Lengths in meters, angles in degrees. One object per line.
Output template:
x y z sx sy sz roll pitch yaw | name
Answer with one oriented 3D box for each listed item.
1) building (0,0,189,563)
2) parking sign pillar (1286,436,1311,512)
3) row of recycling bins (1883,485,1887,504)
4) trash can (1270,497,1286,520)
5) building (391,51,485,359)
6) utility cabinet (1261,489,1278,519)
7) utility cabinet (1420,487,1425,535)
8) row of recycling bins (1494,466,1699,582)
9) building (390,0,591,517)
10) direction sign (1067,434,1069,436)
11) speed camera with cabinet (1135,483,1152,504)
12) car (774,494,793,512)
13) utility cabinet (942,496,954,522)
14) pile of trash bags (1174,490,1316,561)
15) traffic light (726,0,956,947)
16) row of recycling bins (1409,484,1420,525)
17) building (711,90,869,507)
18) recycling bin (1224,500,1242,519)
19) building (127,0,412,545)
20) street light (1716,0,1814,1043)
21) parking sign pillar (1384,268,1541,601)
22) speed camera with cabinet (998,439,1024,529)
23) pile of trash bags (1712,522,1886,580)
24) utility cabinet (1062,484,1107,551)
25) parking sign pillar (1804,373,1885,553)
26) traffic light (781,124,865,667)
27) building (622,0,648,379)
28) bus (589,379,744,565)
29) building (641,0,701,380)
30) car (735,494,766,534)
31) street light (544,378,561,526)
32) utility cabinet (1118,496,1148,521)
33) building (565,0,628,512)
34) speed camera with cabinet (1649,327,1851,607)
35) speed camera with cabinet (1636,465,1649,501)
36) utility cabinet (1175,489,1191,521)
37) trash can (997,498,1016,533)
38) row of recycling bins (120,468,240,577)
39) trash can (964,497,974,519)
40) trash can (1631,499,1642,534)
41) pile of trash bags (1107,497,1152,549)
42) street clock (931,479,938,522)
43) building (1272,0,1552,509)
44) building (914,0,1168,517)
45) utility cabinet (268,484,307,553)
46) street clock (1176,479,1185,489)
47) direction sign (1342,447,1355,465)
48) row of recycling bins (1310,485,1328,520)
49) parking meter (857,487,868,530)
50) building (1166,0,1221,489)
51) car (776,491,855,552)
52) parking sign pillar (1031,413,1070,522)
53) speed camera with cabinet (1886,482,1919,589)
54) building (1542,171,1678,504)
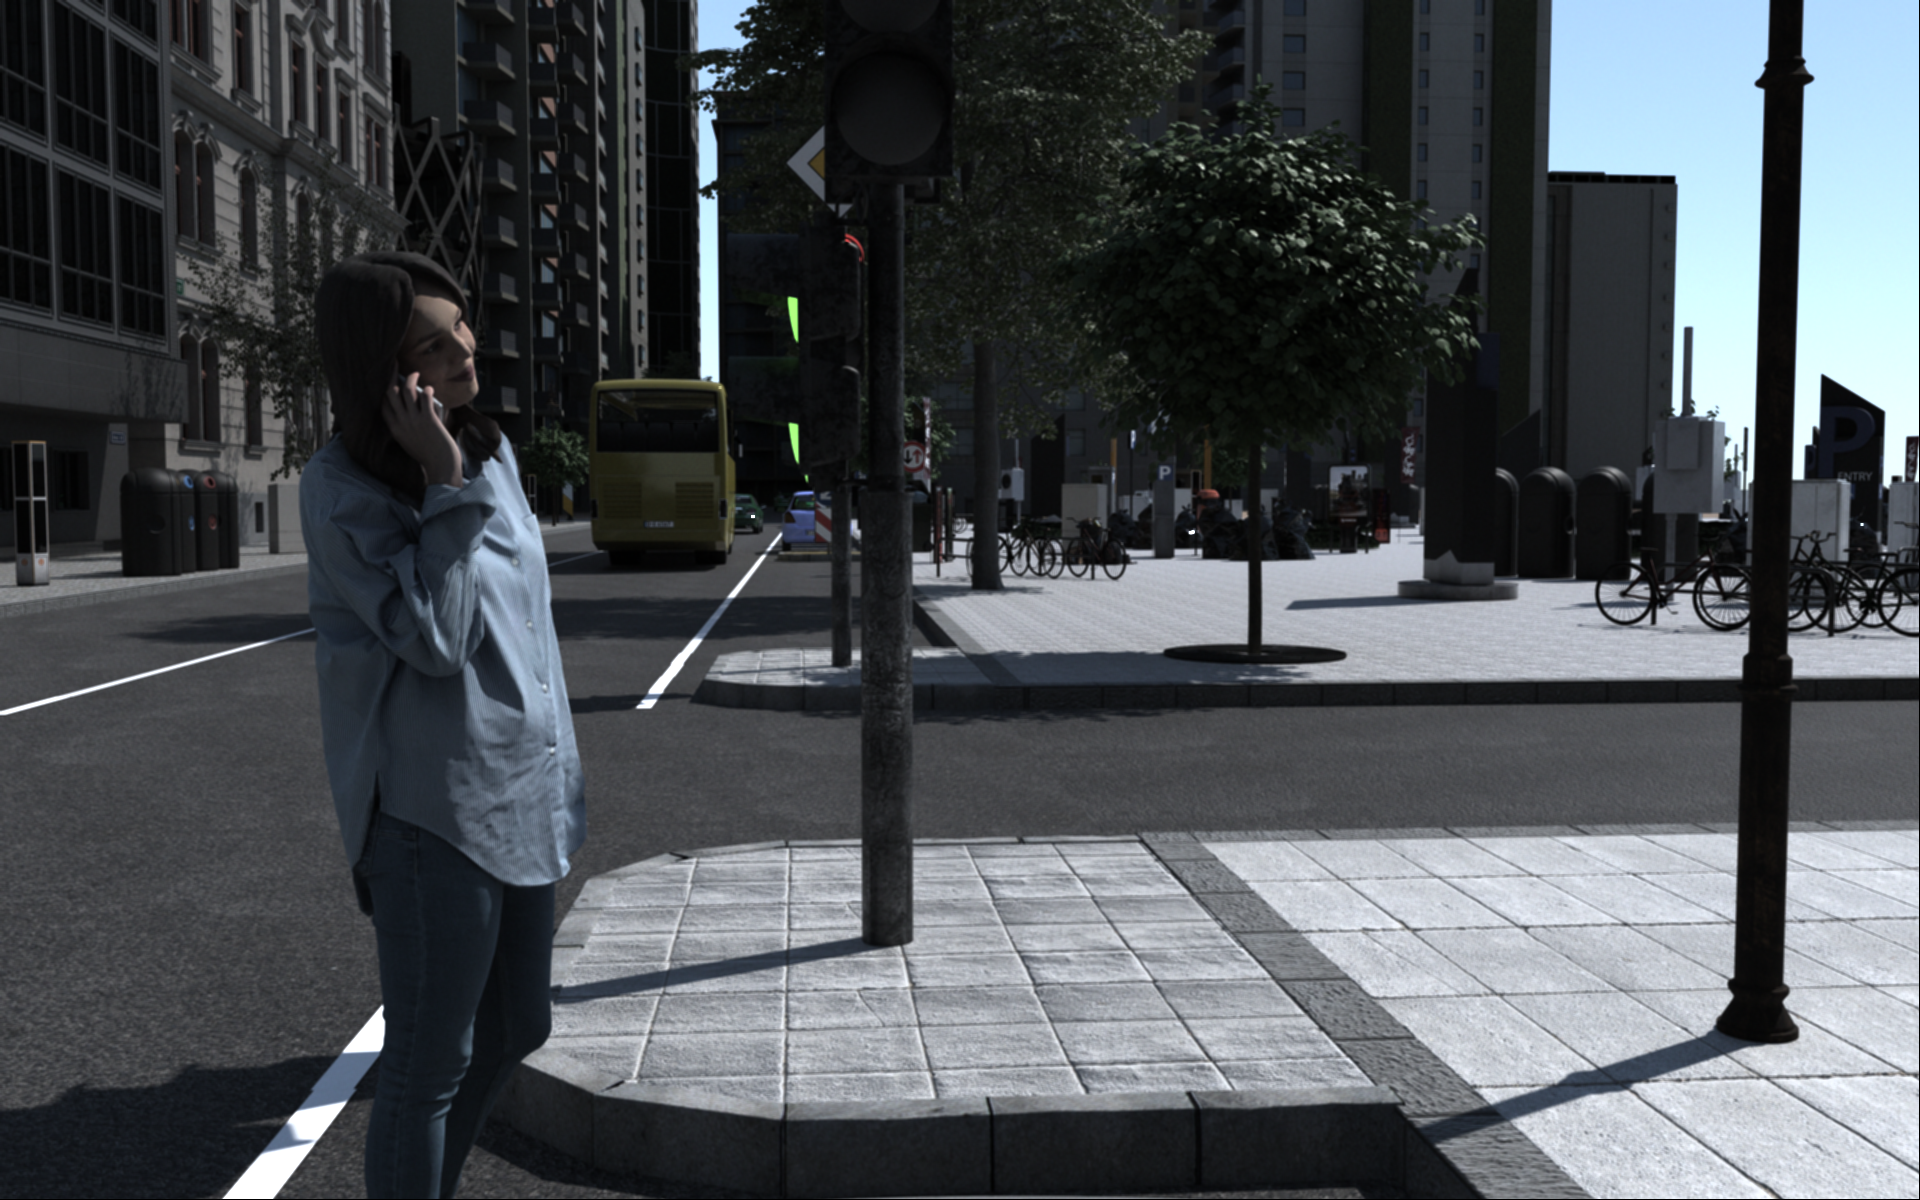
-22.693 -14.157 24.975 14.314 27.812 24.014 0 4 -5 | building
12.400 -4.586 63.459 1.447 3.967 1.447 -1 4 -12 | parking sign pillar
39.600 -4.179 75.444 1.069 1.692 3.534 -3 5 -40 | row of recycling bins
14.452 -4.092 78.550 0.748 1.137 0.748 0 3 0 | trash can
-27.967 -12.336 69.153 16.820 18.784 16.811 0 4 -5 | building
14.121 -4.376 80.225 1.173 1.500 0.318 0 4 -5 | utility cabinet
14.444 -2.762 53.832 0.318 1.500 1.173 1 4 14 | utility cabinet
9.389 -1.174 26.301 3.534 1.692 1.069 3 5 40 | row of recycling bins
-33.666 -27.245 100.081 22.147 44.769 28.867 0 4 -5 | building
3.878 -4.441 64.613 0.379 3.537 0.876 2 4 29 | direction sign
9.518 -5.670 87.034 0.660 3.252 2.038 -2 4 -24 | speed camera with cabinet
-14.338 -8.173 142.426 1.959 1.807 4.718 0 4 -4 | car
-0.653 -3.805 73.372 0.306 1.237 1.020 -2 4 -31 | utility cabinet
5.624 -1.534 34.834 1.912 1.369 3.447 -1 4 -20 | pile of trash bags
-0.227 -0.975 4.865 0.839 4.253 0.868 0 4 -5 | traffic light
19.166 -4.095 74.069 1.069 1.692 3.534 1 4 12 | row of recycling bins
-12.933 -32.375 183.956 28.867 44.769 22.147 0 4 -5 | building
12.408 -4.042 78.644 0.722 1.027 0.722 0 4 1 | recycling bin
-24.853 -15.976 48.595 14.401 28.519 23.554 0 4 -5 | building
1.902 -1.906 3.953 0.468 5.910 1.993 0 4 -5 | street light
6.180 -2.014 21.397 1.447 3.967 1.447 0 4 -5 | parking sign pillar
1.483 -4.186 62.777 0.660 3.252 2.038 -2 4 -35 | speed camera with cabinet
13.598 -1.039 26.733 3.447 1.369 1.912 0 4 0 | pile of trash bags
2.705 -1.767 37.571 0.318 1.500 1.173 -3 4 -37 | utility cabinet
19.667 -3.048 38.300 1.447 3.967 1.447 3 5 39 | parking sign pillar
-0.902 -1.462 12.821 0.839 4.253 0.868 0 4 -5 | traffic light
-38.139 -31.977 146.530 21.600 48.544 21.300 0 4 -5 | building
-6.265 -2.842 38.018 2.896 3.916 12.252 0 4 -7 | bus
-38.172 -45.412 180.734 20.611 71.187 20.563 0 4 -5 | building
-8.187 -3.160 63.459 2.131 1.459 4.920 0 4 -4 | car
-16.259 -5.896 69.182 0.468 5.910 1.993 0 4 -5 | street light
5.724 -2.819 57.250 1.020 1.237 0.306 -2 4 -31 | utility cabinet
-31.304 -26.808 121.901 14.154 41.232 14.086 0 4 -5 | building
9.269 -1.588 20.293 2.038 3.252 0.660 3 4 37 | speed camera with cabinet
22.915 -3.767 55.929 2.038 3.252 0.660 -1 4 -9 | speed camera with cabinet
9.088 -3.845 71.551 1.173 1.500 0.318 -2 4 -33 | utility cabinet
1.469 -2.797 57.384 0.748 1.137 0.748 0 3 0 | trash can
-12.814 -1.305 28.449 1.069 1.692 3.534 0 4 -4 | row of recycling bins
0.543 -4.229 80.790 0.748 1.137 0.748 0 3 0 | trash can
17.811 -2.087 45.781 0.748 1.137 0.748 0 3 0 | trash can
4.009 -1.881 40.512 3.447 1.369 1.912 -2 4 -34 | pile of trash bags
-1.152 -4.087 71.390 0.358 2.002 0.471 -3 5 -42 | street clock
34.761 -37.372 153.026 28.212 58.520 21.231 0 4 -5 | building
4.178 -25.655 103.051 14.154 41.232 14.086 0 4 -5 | building
-14.386 -1.761 37.468 0.318 1.500 1.173 2 4 28 | utility cabinet
10.660 -4.842 83.732 0.358 2.002 0.471 -1 4 -23 | street clock
18.679 -5.589 83.377 0.876 3.537 0.379 -2 4 -33 | direction sign
16.280 -4.195 75.708 1.069 1.692 3.534 -1 4 -17 | row of recycling bins
-3.518 -3.311 62.550 0.372 1.533 0.369 0 3 0 | parking meter
6.062 -28.746 124.615 22.147 44.769 28.867 0 4 -5 | building
-3.541 -2.018 42.587 1.945 1.707 3.694 0 4 -6 | car
3.022 -4.245 57.882 1.447 3.967 1.447 2 4 32 | parking sign pillar
13.749 -1.785 23.517 2.038 3.252 0.660 0 4 -6 | speed camera with cabinet
55.565 -23.686 158.966 14.107 30.474 14.160 0 4 -5 | building
